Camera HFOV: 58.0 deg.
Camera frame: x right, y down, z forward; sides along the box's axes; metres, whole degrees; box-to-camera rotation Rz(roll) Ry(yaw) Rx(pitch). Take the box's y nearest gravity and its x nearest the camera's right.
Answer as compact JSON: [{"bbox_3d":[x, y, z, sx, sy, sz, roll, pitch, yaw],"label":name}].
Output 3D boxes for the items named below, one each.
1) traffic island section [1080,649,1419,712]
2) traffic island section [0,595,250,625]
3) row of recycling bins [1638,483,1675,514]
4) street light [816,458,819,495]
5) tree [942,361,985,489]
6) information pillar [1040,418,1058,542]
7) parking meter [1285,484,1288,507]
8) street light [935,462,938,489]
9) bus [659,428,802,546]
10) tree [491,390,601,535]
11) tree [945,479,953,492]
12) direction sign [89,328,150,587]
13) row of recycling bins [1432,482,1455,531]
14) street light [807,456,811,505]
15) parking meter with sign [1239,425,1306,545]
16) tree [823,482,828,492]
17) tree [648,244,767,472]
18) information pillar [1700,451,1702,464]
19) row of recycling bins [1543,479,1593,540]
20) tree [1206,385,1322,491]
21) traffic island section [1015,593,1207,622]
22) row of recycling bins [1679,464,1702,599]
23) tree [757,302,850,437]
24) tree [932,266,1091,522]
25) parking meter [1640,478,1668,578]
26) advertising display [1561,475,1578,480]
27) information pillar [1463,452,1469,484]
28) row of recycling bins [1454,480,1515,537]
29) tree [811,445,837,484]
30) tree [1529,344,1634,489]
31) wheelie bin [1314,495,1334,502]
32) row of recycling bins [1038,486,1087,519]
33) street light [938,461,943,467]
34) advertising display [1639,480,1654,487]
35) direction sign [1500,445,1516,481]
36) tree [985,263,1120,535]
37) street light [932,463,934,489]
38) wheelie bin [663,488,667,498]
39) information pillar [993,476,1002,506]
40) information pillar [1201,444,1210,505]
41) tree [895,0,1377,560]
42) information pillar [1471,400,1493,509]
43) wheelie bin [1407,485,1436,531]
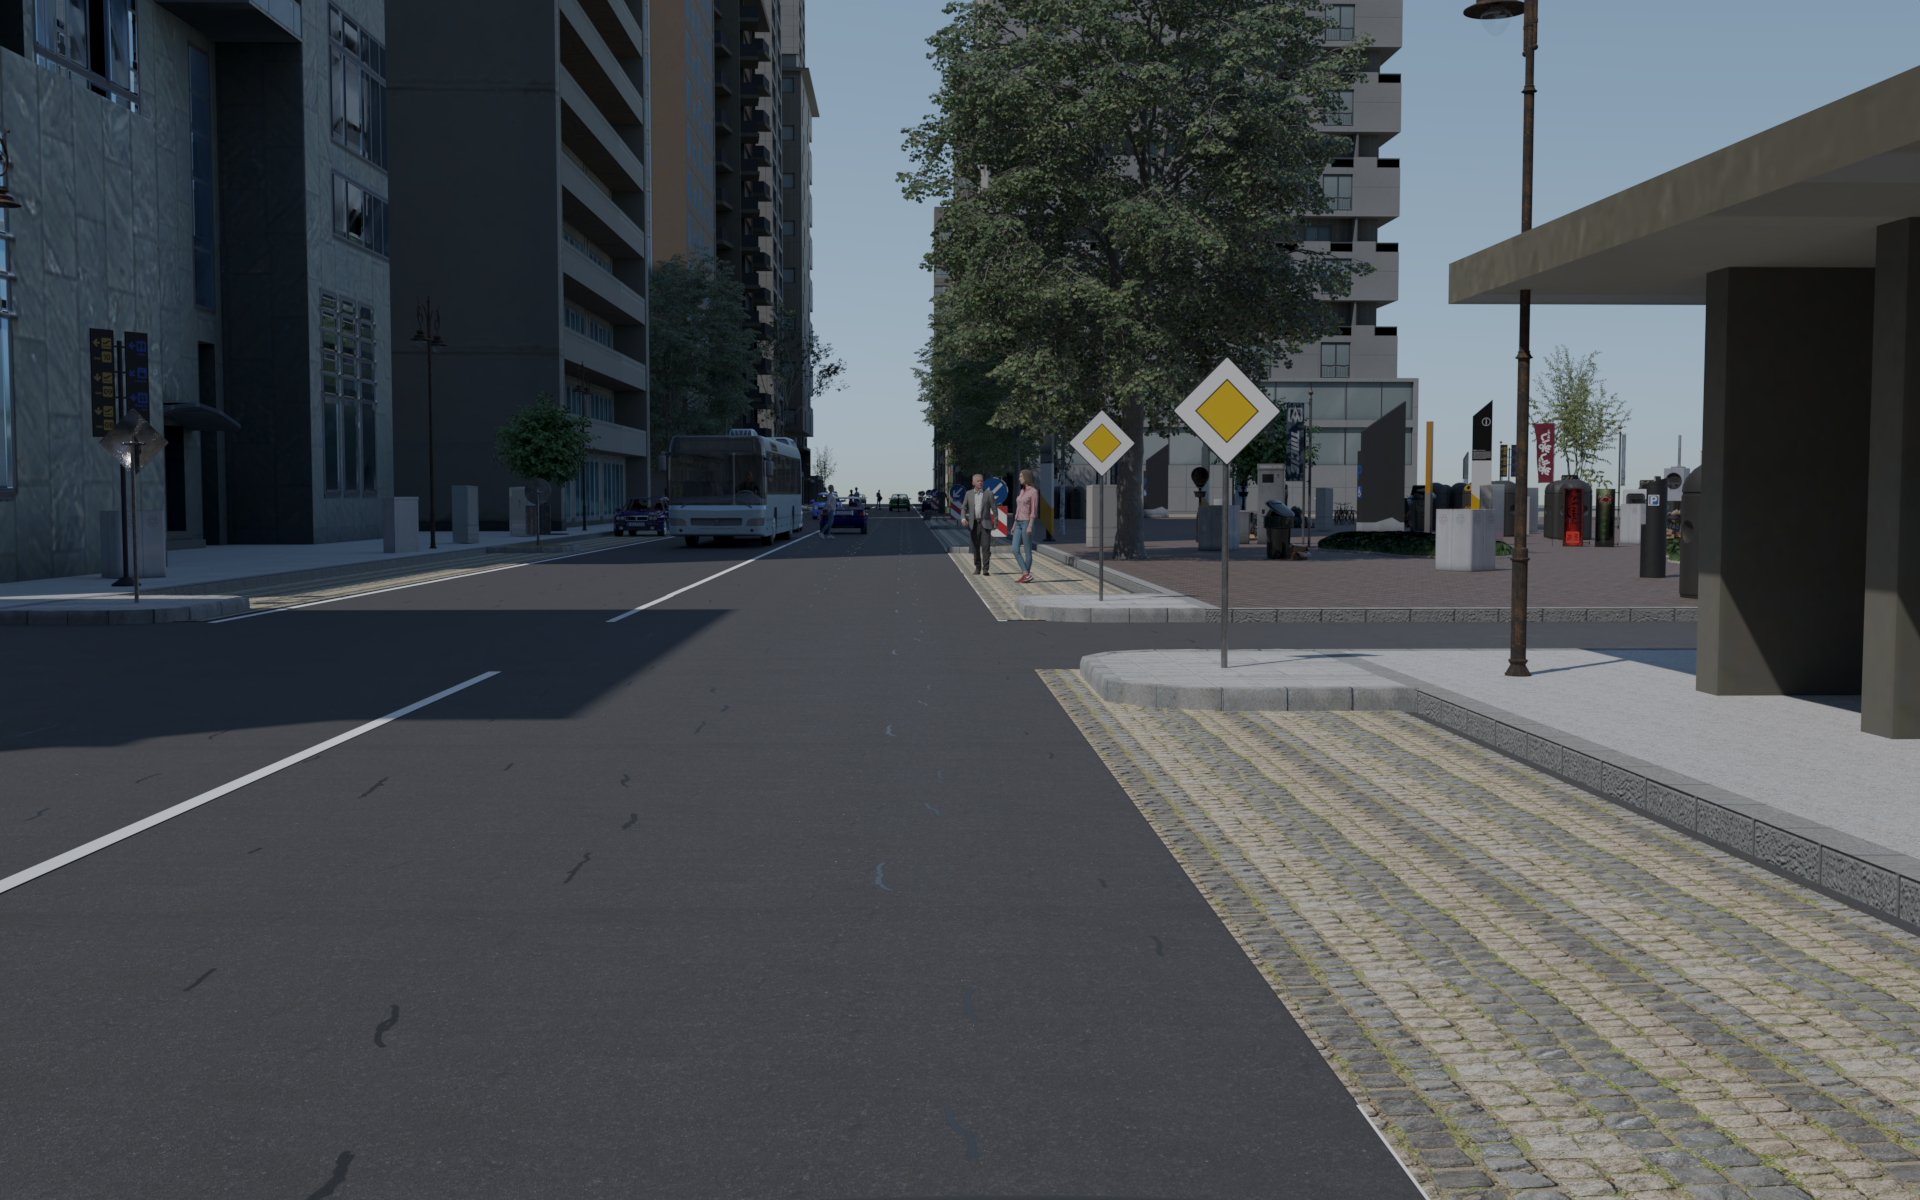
[{"bbox_3d":[1.970,0.580,12.796,2.009,0.180,2.903,0,4,-2],"label":"traffic island section"},{"bbox_3d":[-9.723,0.114,20.414,2.009,0.180,2.903,0,4,-2],"label":"traffic island section"},{"bbox_3d":[26.278,-3.425,63.106,1.069,1.692,3.534,-2,4,-34],"label":"row of recycling bins"},{"bbox_3d":[-18.110,-15.147,220.442,0.468,5.910,1.993,0,4,-2],"label":"street light"},{"bbox_3d":[1.201,-8.555,90.238,4.360,8.622,3.978,0,3,0],"label":"tree"},{"bbox_3d":[2.370,-3.400,46.952,0.183,3.616,0.504,-3,4,-38],"label":"information pillar"},{"bbox_3d":[16.791,-5.145,89.839,0.255,1.863,0.399,-3,5,-43],"label":"parking meter"},{"bbox_3d":[-2.585,-14.773,214.332,0.468,5.910,1.993,0,4,-2],"label":"street light"},{"bbox_3d":[-6.464,-3.436,51.041,2.948,3.499,13.247,0,4,-1],"label":"bus"},{"bbox_3d":[-13.000,-4.334,54.577,4.285,4.588,4.351,0,3,0],"label":"tree"},{"bbox_3d":[-0.628,-11.410,181.158,1.663,3.219,1.824,0,3,0],"label":"tree"},{"bbox_3d":[-11.639,-1.962,24.072,0.379,3.537,0.876,2,4,28],"label":"direction sign"},{"bbox_3d":[18.152,-3.314,61.296,3.534,1.692,1.069,0,4,-6],"label":"row of recycling bins"},{"bbox_3d":[-17.520,-13.900,200.057,0.468,5.910,1.993,0,4,-2],"label":"street light"},{"bbox_3d":[7.912,-2.925,44.092,1.738,3.016,0.543,1,4,12],"label":"parking meter with sign"},{"bbox_3d":[-20.022,-15.706,251.399,1.663,3.219,1.824,0,3,0],"label":"tree"},{"bbox_3d":[-14.825,-11.177,89.403,9.857,13.997,8.962,0,3,0],"label":"tree"},{"bbox_3d":[12.656,-1.507,29.126,0.304,2.012,0.304,-1,4,-13],"label":"information pillar"},{"bbox_3d":[17.386,-2.605,49.700,1.069,1.692,3.534,1,4,10],"label":"row of recycling bins"},{"bbox_3d":[9.193,-4.218,52.676,4.285,4.588,4.351,0,3,0],"label":"tree"},{"bbox_3d":[1.712,0.092,20.777,2.009,0.180,2.903,0,4,-2],"label":"traffic island section"},{"bbox_3d":[10.615,-0.843,20.894,3.534,1.692,1.069,1,4,16],"label":"row of recycling bins"},{"bbox_3d":[-16.846,-19.117,168.447,12.611,20.169,13.585,0,3,0],"label":"tree"},{"bbox_3d":[2.661,-9.808,78.480,7.486,12.596,7.792,0,3,0],"label":"tree"},{"bbox_3d":[10.640,-1.110,26.560,0.372,1.533,0.369,0,3,0],"label":"parking meter"},{"bbox_3d":[20.264,-3.205,57.614,0.123,1.923,0.974,0,4,-7],"label":"advertising display"},{"bbox_3d":[27.882,-6.370,95.512,0.504,3.616,0.183,-3,5,-44],"label":"information pillar"},{"bbox_3d":[16.441,-2.840,53.540,1.069,1.692,3.534,0,4,-1],"label":"row of recycling bins"},{"bbox_3d":[-20.207,-18.676,255.712,4.360,8.622,3.978,0,3,0],"label":"tree"},{"bbox_3d":[29.692,-8.189,84.245,4.737,8.622,4.395,0,3,0],"label":"tree"},{"bbox_3d":[18.960,-5.035,90.224,0.980,1.594,0.693,1,4,10],"label":"wheelie bin"},{"bbox_3d":[5.335,-5.076,90.112,1.069,1.692,3.534,-3,4,-36],"label":"row of recycling bins"},{"bbox_3d":[-1.871,-13.515,193.755,0.468,5.910,1.993,0,4,-2],"label":"street light"},{"bbox_3d":[31.075,-4.461,78.148,0.123,1.923,0.974,-2,4,-29],"label":"advertising display"},{"bbox_3d":[25.113,-5.337,79.259,0.876,3.537,0.379,0,4,-8],"label":"direction sign"},{"bbox_3d":[3.431,-6.341,54.038,4.360,8.622,3.978,0,3,0],"label":"tree"},{"bbox_3d":[-3.206,-16.010,234.549,0.468,5.910,1.993,0,4,-2],"label":"street light"},{"bbox_3d":[-15.657,-5.255,93.826,0.980,1.594,0.693,0,4,-5],"label":"wheelie bin"},{"bbox_3d":[1.549,-4.106,71.619,0.304,2.012,0.304,-1,4,-16],"label":"information pillar"},{"bbox_3d":[10.236,-4.941,72.136,0.183,3.616,0.504,-2,4,-30],"label":"information pillar"},{"bbox_3d":[3.399,-7.787,33.976,9.857,13.997,8.962,0,3,0],"label":"tree"},{"bbox_3d":[12.950,-3.156,42.952,0.504,3.616,0.183,1,4,14],"label":"information pillar"},{"bbox_3d":[16.013,-3.185,59.982,0.980,1.594,0.693,0,4,-2],"label":"wheelie bin"}]
